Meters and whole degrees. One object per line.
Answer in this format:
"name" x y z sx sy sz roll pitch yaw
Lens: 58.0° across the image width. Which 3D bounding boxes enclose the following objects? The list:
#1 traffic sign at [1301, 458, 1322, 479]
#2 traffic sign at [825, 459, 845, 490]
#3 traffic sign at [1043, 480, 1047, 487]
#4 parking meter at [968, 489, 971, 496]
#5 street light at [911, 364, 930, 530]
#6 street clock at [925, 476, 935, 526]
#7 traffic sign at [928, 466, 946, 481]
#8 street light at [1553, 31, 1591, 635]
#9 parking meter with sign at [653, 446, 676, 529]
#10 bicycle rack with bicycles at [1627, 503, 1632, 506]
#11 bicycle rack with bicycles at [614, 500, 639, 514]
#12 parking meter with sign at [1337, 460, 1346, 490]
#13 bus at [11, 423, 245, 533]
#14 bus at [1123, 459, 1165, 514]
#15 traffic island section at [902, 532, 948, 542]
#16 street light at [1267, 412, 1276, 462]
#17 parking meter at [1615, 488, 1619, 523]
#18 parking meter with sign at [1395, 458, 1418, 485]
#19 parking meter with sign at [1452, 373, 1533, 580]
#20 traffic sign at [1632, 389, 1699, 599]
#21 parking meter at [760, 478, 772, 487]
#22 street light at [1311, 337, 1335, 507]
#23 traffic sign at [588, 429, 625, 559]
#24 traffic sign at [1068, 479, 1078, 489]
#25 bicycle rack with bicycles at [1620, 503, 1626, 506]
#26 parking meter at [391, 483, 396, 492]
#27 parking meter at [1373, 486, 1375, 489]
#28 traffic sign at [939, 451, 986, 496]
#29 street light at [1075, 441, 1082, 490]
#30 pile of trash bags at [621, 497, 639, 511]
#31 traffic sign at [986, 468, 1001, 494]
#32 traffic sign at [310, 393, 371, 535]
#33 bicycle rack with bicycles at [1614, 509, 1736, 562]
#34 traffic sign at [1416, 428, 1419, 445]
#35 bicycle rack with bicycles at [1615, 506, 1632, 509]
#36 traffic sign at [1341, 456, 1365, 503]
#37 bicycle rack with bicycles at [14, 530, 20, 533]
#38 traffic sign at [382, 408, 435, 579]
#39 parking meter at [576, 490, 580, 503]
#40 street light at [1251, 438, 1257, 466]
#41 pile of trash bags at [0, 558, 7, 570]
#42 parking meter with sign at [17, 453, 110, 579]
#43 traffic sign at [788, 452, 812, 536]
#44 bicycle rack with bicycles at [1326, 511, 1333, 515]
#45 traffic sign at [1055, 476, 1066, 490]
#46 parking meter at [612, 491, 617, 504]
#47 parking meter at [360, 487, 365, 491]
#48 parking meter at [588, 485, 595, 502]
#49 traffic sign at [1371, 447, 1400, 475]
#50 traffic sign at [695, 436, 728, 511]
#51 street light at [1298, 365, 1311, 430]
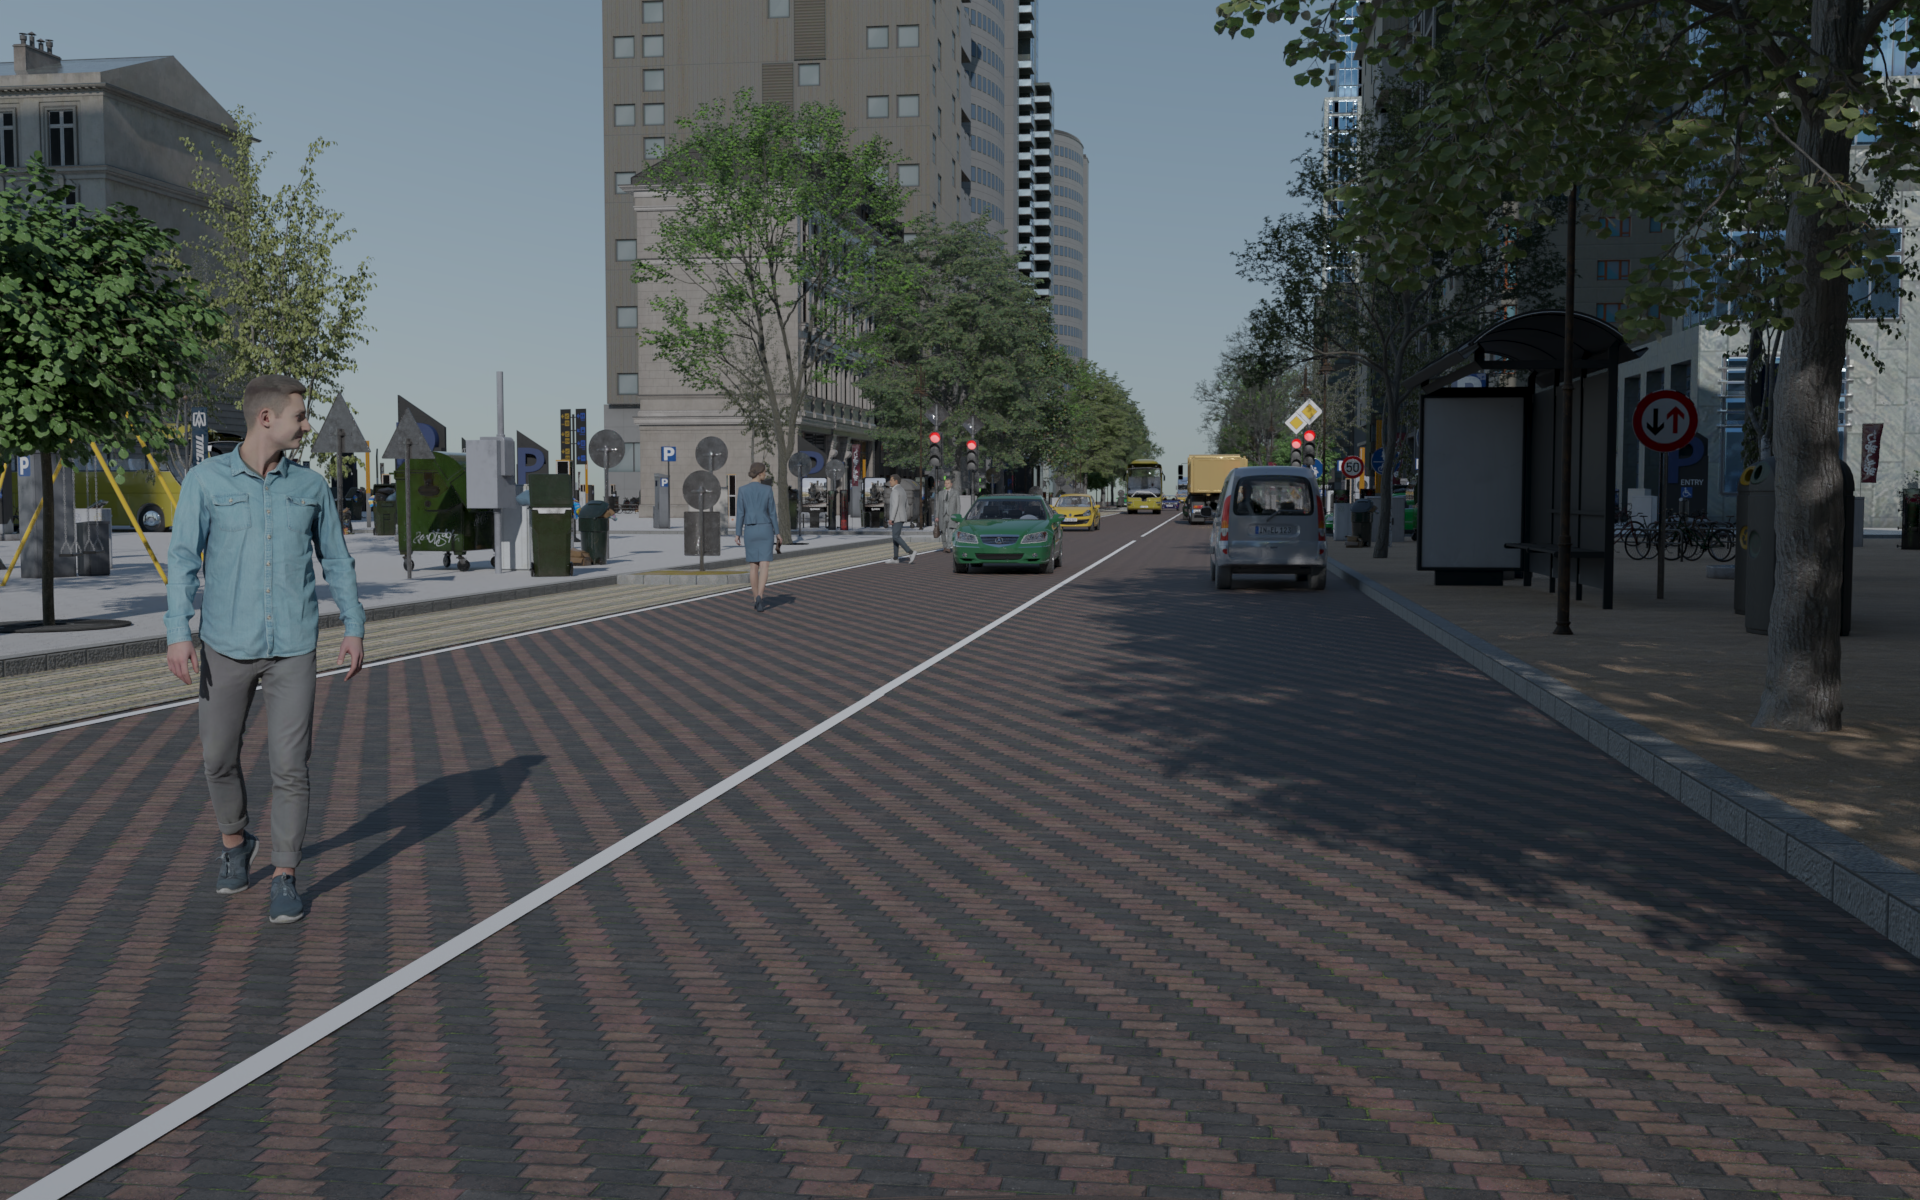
"traffic sign" 12.402 -3.727 61.038 0.768 2.556 0.104 1 4 9
"traffic sign" -4.575 -3.867 63.325 0.768 2.556 0.104 1 4 14
"traffic sign" 5.763 -7.547 123.393 0.884 2.594 0.081 1 4 14
"parking meter" 0.633 -6.246 107.828 0.255 1.863 0.399 0 4 3
"street light" -1.397 -5.446 61.830 0.468 5.910 1.993 1 4 8
"street clock" -1.235 -3.925 68.737 0.358 2.002 0.471 3 4 36
"traffic sign" -0.976 -4.301 70.323 0.884 2.594 0.081 1 4 16
"street light" 5.517 -2.623 15.668 0.468 5.910 1.993 1 4 8
"parking meter with sign" -11.019 -4.156 64.211 0.543 3.016 1.738 -2 4 -25
"bicycle rack with bicycles" 25.985 -3.356 68.258 2.925 0.926 2.852 -1 4 -10
"bicycle rack with bicycles" -22.036 -6.074 112.688 2.925 0.926 2.852 0 4 -2
"parking meter with sign" 19.829 -5.662 88.839 0.543 3.016 1.738 0 4 -4
"bus" -30.747 -4.255 61.114 12.252 3.916 2.896 1 4 10
"bus" 13.430 -8.211 125.799 2.896 3.916 12.252 0 4 7
"traffic island section" -0.728 -1.850 52.523 2.009 0.180 2.903 1 4 8
"street light" 17.472 -7.615 97.285 0.468 5.910 1.993 1 4 8
"parking meter" 28.870 -4.158 76.391 0.372 1.533 0.369 0 3 0
"parking meter with sign" 21.726 -5.430 85.049 0.543 3.016 1.738 -3 5 -44
"parking meter with sign" 7.984 -1.807 25.808 0.543 3.016 1.738 3 5 44
"traffic sign" 8.578 -1.286 21.137 0.768 2.556 0.104 1 4 12
"parking meter" -7.132 -3.546 63.695 0.255 1.863 0.399 3 5 44
"street light" 10.599 -4.746 50.387 0.468 5.910 1.993 1 4 8
"traffic sign" -6.965 -2.081 34.126 0.768 2.556 0.104 1 4 11
"traffic sign" 8.721 -8.094 133.528 0.795 2.450 0.064 1 4 15
"bicycle rack with bicycles" 22.083 -3.032 62.956 2.925 0.926 2.852 0 4 -4
"parking meter" -29.472 -5.150 89.906 0.255 1.863 0.399 1 4 9
"parking meter" 28.730 -6.990 119.996 0.255 1.863 0.399 1 4 12
"traffic sign" 0.116 -5.366 81.615 2.265 3.308 0.079 1 4 13
"street light" 9.515 -10.024 136.682 0.468 5.910 1.993 1 4 8
"pile of trash bags" -24.317 -7.585 133.769 3.447 1.369 1.912 -2 4 -32
"traffic sign" 1.573 -5.093 83.369 0.768 2.556 0.104 1 4 9
"traffic sign" -7.962 -1.360 22.246 0.884 2.594 0.081 1 4 16
"bicycle rack with bicycles" 14.052 -1.243 33.711 2.852 0.926 2.925 -1 4 -23
"traffic sign" 7.577 -1.665 27.321 0.768 2.556 0.104 1 4 11
"bicycle rack with bicycles" 17.413 -1.728 41.635 2.925 0.926 2.852 2 4 29
"traffic sign" 13.009 -3.506 57.430 0.768 2.556 0.104 1 4 14
"bicycle rack with bicycles" -29.518 -2.406 52.723 2.925 0.926 2.852 0 4 -4
"traffic sign" -8.334 -1.599 26.149 0.884 2.594 0.081 1 4 13
"parking meter" -22.995 -5.836 103.832 0.372 1.533 0.369 0 3 0
"street light" 23.427 -10.132 138.441 0.468 5.910 1.993 1 4 8
"pile of trash bags" -17.745 -1.214 29.595 1.912 1.369 3.447 -3 5 -44
"parking meter with sign" -13.981 -1.852 26.538 0.543 3.016 1.738 2 4 31
"traffic sign" -4.862 -3.207 52.539 0.768 2.556 0.104 1 4 16
"bicycle rack with bicycles" 15.498 -3.259 66.673 2.852 0.926 2.925 3 4 37
"traffic sign" 7.105 -7.484 122.463 0.768 2.556 0.104 1 4 10
"parking meter" -26.276 -7.538 131.652 0.372 1.533 0.369 0 3 0
"parking meter" -47.398 -8.058 137.457 0.399 1.863 0.255 3 4 38
"parking meter" -22.946 -6.244 107.799 0.255 1.863 0.399 1 4 19
"traffic sign" 11.473 -2.851 46.716 0.768 2.556 0.104 1 4 17
"traffic sign" -5.484 -2.328 38.176 0.768 2.556 0.104 1 4 14
"street light" 12.374 -5.469 62.204 0.468 5.910 1.993 1 4 8
